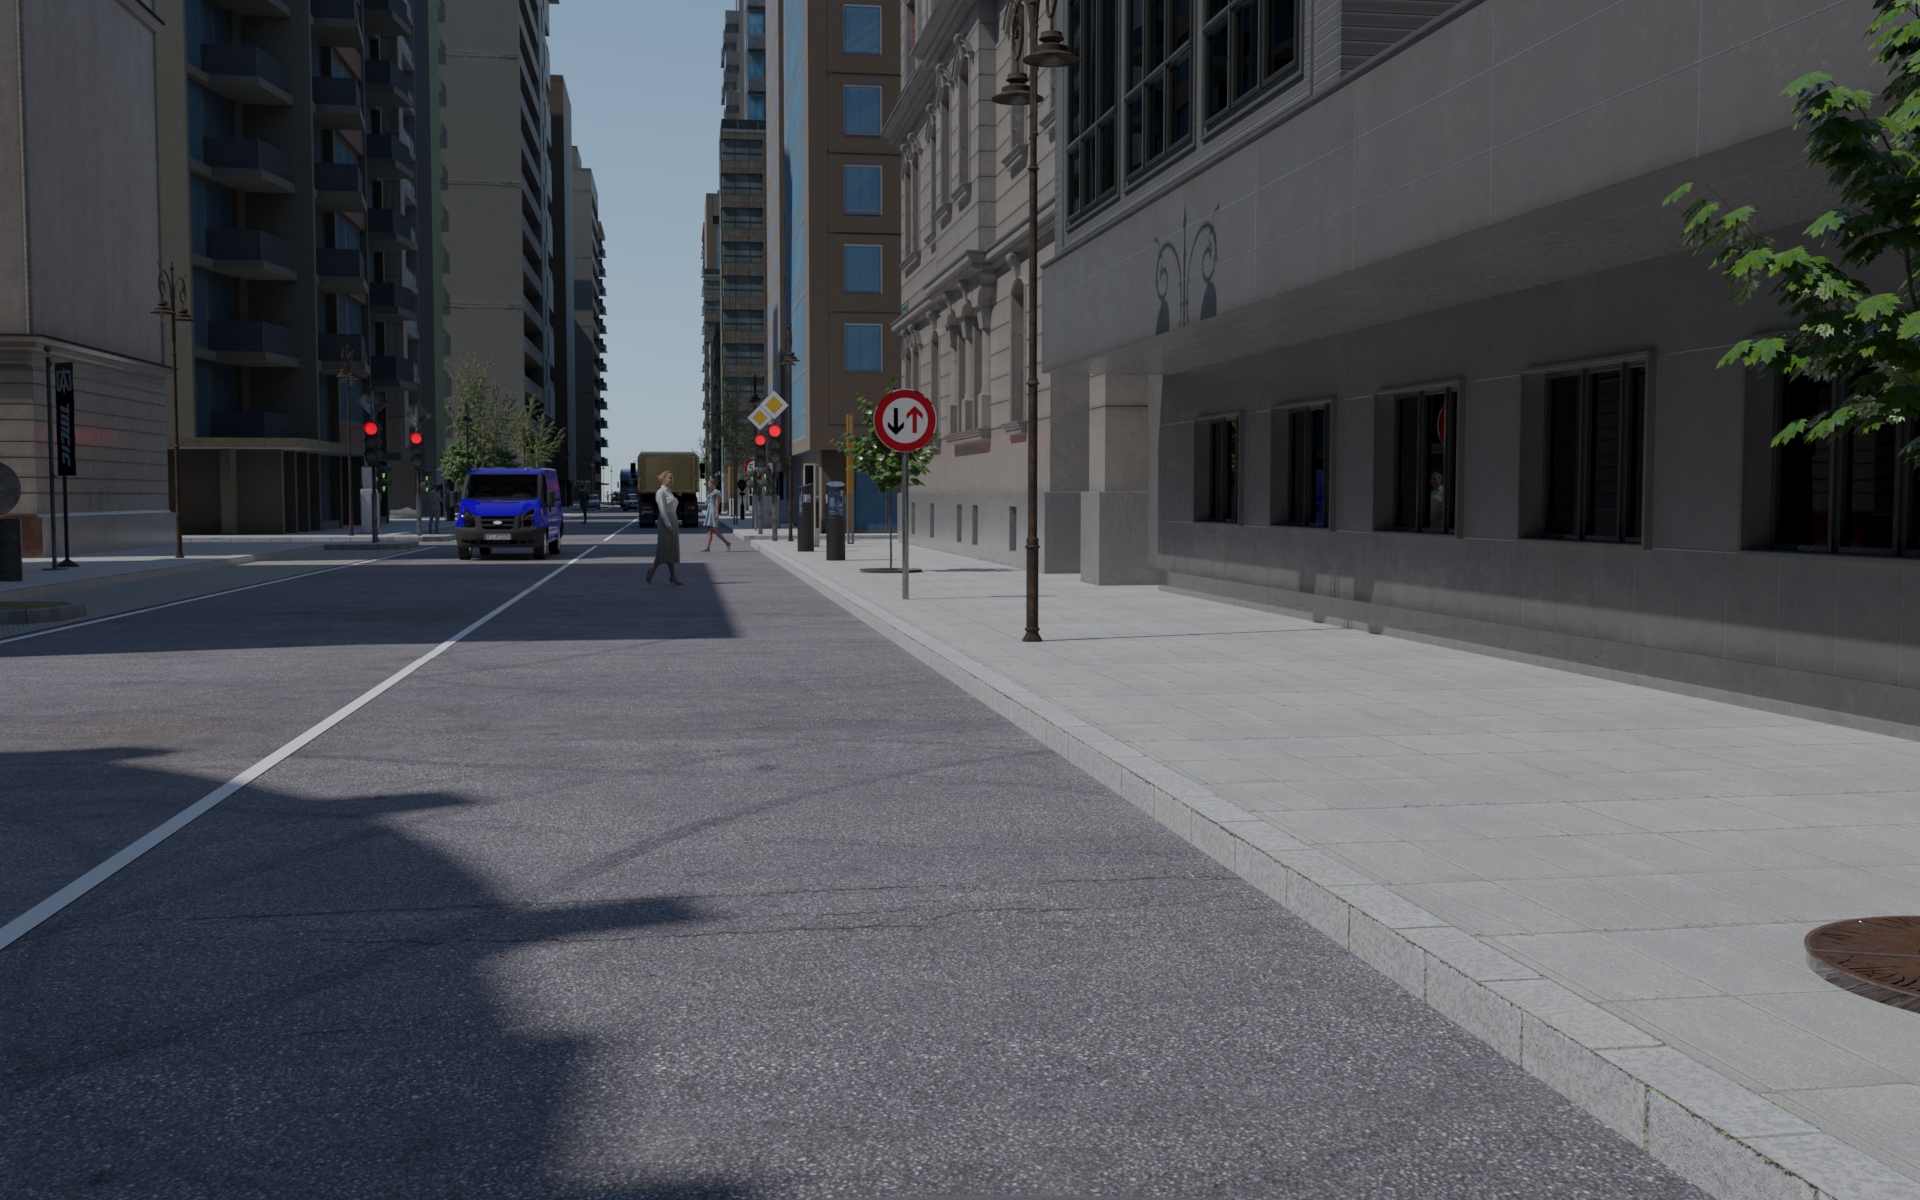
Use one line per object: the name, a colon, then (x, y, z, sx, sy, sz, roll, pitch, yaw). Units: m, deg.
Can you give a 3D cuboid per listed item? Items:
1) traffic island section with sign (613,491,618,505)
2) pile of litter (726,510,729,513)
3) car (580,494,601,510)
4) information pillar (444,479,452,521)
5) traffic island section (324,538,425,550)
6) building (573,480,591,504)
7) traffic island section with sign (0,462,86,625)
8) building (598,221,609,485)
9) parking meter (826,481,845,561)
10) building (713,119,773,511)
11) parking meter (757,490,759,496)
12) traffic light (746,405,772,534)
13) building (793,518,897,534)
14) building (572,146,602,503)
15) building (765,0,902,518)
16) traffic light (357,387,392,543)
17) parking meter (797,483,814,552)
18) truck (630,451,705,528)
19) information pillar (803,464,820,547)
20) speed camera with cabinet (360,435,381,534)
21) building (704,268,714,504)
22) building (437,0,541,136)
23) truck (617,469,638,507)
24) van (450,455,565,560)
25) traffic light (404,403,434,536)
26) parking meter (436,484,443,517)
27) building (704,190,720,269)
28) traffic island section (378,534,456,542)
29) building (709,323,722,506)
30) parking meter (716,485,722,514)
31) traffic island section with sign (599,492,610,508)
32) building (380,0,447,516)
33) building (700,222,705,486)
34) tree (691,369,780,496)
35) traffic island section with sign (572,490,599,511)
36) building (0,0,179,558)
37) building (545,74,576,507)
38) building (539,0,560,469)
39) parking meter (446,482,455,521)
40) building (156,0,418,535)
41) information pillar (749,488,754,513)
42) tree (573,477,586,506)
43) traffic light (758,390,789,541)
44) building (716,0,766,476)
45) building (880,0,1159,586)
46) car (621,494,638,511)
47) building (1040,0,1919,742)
traffic island section with sign: (-46.318, -13.745, 233.354, 1.989, 1.847, 2.006, -1, 4, -9)
pile of litter: (-15.231, -6.270, 116.478, 1.176, 0.858, 1.719, 1, 4, 17)
car: (-33.561, -8.889, 157.340, 2.014, 1.417, 4.499, -1, 4, -11)
information pillar: (-24.569, -4.815, 83.220, 0.304, 2.012, 0.304, -2, 4, -34)
traffic island section: (-15.368, -1.417, 45.451, 2.009, 0.180, 2.903, -1, 4, -9)
building: (-63.664, -32.244, 219.075, 32.217, 40.220, 23.993, -1, 4, -9)
traffic island section with sign: (-11.125, -0.671, 19.591, 1.989, 1.847, 2.006, -1, 4, -9)
building: (-65.982, -37.488, 267.545, 22.147, 44.769, 28.867, -1, 4, -9)
parking meter: (-2.398, -1.530, 33.421, 0.372, 1.533, 0.369, 0, 3, 0)
building: (-12.013, -22.377, 137.558, 14.160, 30.474, 14.107, -1, 4, -9)
parking meter: (-13.875, -6.778, 119.230, 0.372, 1.533, 0.369, 0, 3, 0)
traffic light: (-6.353, -4.036, 54.902, 0.839, 4.253, 0.868, -1, 4, -9)
building: (1.085, -25.200, 62.136, 14.200, 45.320, 14.600, -1, 4, -9)
building: (-61.776, -37.853, 242.595, 21.300, 48.544, 21.600, -1, 4, -9)
building: (-5.383, -28.353, 113.686, 14.600, 45.320, 14.200, -1, 4, -9)
traffic light: (-15.327, -3.450, 45.323, 0.839, 4.253, 0.868, -1, 4, -9)
parking meter: (-3.437, -1.844, 38.560, 0.372, 1.533, 0.369, 0, 3, 0)
truck: (-13.057, -4.990, 77.511, 3.469, 3.379, 9.791, -1, 4, -10)
information pillar: (-3.592, -2.291, 41.944, 0.304, 2.012, 0.304, 1, 4, 16)
speed camera with cabinet: (-19.391, -3.834, 57.027, 0.660, 3.252, 2.038, -1, 4, -16)
building: (-25.866, -27.612, 223.165, 14.160, 30.474, 14.107, -1, 4, -9)
building: (-44.422, -31.309, 135.599, 21.300, 48.544, 21.600, -1, 4, -9)
truck: (-36.348, -12.377, 192.120, 2.967, 4.110, 18.799, -1, 4, -10)
van: (-10.243, -2.150, 39.543, 2.240, 2.365, 5.245, 0, 4, -8)
traffic light: (-16.624, -3.932, 53.202, 0.839, 4.253, 0.868, -1, 4, -9)
parking meter: (-29.620, -5.679, 98.556, 0.399, 1.863, 0.255, -1, 4, -13)
building: (-29.838, -36.780, 251.470, 14.600, 45.320, 14.200, -1, 4, -9)
traffic island section: (-16.665, -1.899, 53.330, 2.009, 0.180, 2.903, -1, 4, -9)
building: (-13.448, -21.197, 191.610, 27.650, 21.520, 28.899, -1, 4, -9)
parking meter: (-15.597, -6.493, 111.879, 0.399, 1.863, 0.255, -1, 4, -16)
traffic island section with sign: (-37.069, -10.309, 177.176, 1.989, 1.847, 2.006, -1, 4, -9)
building: (-36.895, -25.234, 96.170, 14.154, 41.232, 14.086, -1, 4, -9)
building: (-29.588, -37.866, 273.740, 22.147, 44.769, 28.867, -1, 4, -9)
tree: (-13.046, -9.309, 102.564, 4.737, 8.622, 4.395, 0, 3, 0)
traffic island section with sign: (-32.585, -8.647, 150.000, 1.989, 1.847, 2.006, -1, 4, -9)
building: (-28.071, -10.559, 37.272, 19.286, 19.102, 10.561, -1, 4, -9)
building: (-47.830, -32.474, 181.060, 14.600, 45.320, 14.200, -1, 4, -9)
building: (-51.907, -34.853, 159.078, 28.713, 52.752, 27.495, -1, 4, -9)
parking meter: (-24.127, -4.668, 82.031, 0.255, 1.863, 0.399, -3, 5, -44)
building: (-33.073, -25.073, 64.575, 22.147, 44.769, 28.867, -1, 4, -9)
information pillar: (-14.444, -7.069, 120.076, 0.304, 2.012, 0.304, 2, 4, 26)
tree: (-43.045, -12.203, 194.126, 1.663, 3.219, 1.824, 0, 3, 0)
traffic light: (-5.056, -3.554, 47.023, 0.839, 4.253, 0.868, -1, 4, -9)
building: (-10.596, -33.064, 160.202, 23.786, 49.044, 30.456, -1, 4, -9)
building: (6.271, -15.163, 35.301, 14.401, 28.519, 23.554, -1, 4, -9)
car: (-27.209, -8.243, 144.567, 2.009, 1.686, 4.222, 0, 4, -8)
building: (10.308, -11.585, 8.474, 14.314, 24.678, 30.058, -1, 4, -9)
